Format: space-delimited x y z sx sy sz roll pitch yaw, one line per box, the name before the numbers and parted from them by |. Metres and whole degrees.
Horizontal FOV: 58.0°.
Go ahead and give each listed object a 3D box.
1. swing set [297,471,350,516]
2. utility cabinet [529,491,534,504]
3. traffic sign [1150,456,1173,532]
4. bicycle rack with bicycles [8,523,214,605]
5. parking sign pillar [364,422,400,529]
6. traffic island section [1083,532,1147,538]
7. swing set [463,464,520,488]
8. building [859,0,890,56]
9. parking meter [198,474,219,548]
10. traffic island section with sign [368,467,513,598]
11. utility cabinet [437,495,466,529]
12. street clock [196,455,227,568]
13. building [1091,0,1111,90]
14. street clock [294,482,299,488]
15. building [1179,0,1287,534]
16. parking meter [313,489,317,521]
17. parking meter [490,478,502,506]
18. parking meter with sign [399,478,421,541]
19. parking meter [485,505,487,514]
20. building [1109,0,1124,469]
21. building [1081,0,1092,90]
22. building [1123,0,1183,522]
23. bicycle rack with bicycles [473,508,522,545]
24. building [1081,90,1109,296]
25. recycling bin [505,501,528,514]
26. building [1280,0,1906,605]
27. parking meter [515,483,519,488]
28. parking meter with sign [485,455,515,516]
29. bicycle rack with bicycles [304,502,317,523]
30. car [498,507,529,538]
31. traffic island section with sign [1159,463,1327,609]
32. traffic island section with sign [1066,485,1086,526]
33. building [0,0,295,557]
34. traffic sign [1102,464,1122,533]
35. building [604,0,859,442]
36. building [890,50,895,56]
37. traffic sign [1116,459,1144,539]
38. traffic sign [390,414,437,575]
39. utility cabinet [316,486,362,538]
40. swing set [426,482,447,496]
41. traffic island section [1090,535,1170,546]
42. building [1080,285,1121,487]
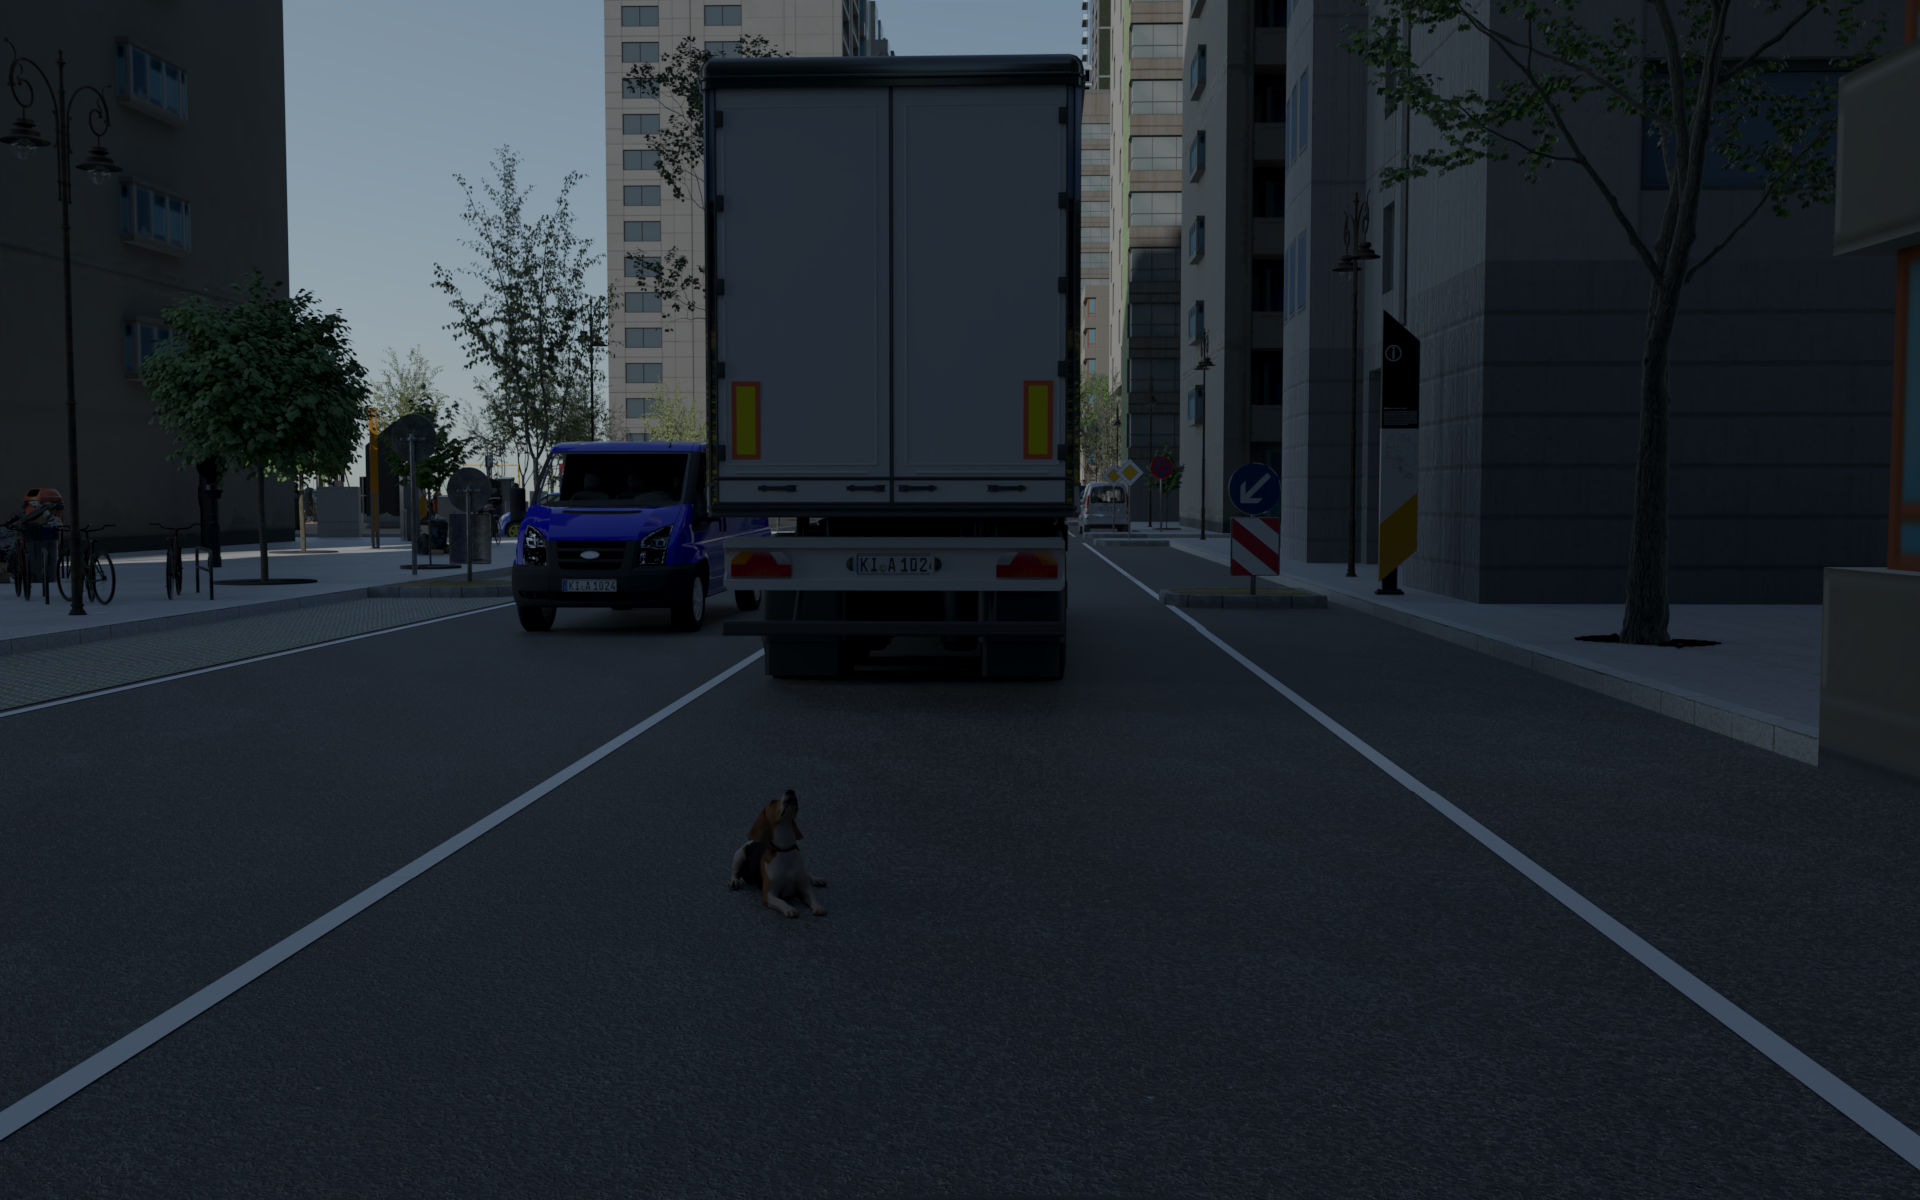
swing set | -24.580 -4.142 65.347 3.119 2.851 2.862 1 4 13
utility cabinet | -28.943 -6.741 118.901 1.173 1.500 0.318 -1 4 -20
traffic sign | 6.826 -3.584 58.710 0.768 2.556 0.104 0 4 8
bicycle rack with bicycles | -10.295 -0.471 21.087 2.852 0.926 2.925 -2 4 -28
parking sign pillar | -21.550 -4.666 64.760 1.447 3.967 1.447 1 4 17
traffic island section | 5.075 -2.122 56.979 2.009 0.180 2.903 0 4 2
swing set | -24.688 -5.755 91.716 3.119 2.851 2.862 -1 4 -9
building | -17.452 -33.560 168.309 23.786 49.044 30.456 0 4 2
parking meter | -17.476 -2.114 40.273 0.399 1.863 0.255 -3 4 -37
traffic island section with sign | -7.119 -0.981 24.674 1.989 1.847 2.006 0 4 2
utility cabinet | -18.763 -3.228 63.944 1.020 1.237 0.306 1 4 14
street clock | -13.033 -1.569 30.230 0.471 2.002 0.358 -1 4 -9
building | 23.167 -46.270 194.764 20.563 71.187 20.611 0 4 2
street clock | -39.299 -5.976 102.279 0.358 2.002 0.471 3 4 38
building | 19.371 -26.996 65.080 21.600 48.544 21.300 0 4 2
parking meter | -30.121 -4.450 81.173 0.372 1.533 0.369 0 3 0
parking meter | -17.059 -3.547 63.709 0.399 1.863 0.255 0 4 7
parking meter with sign | -15.202 -3.148 47.724 0.543 3.016 1.738 -2 4 -27
parking meter | -27.684 -5.701 101.622 0.372 1.533 0.369 0 3 0
building | 24.267 -32.274 116.918 28.713 52.752 27.495 0 4 2
building | 25.379 -57.447 251.933 22.319 86.520 31.000 0 4 2
building | 14.981 -24.575 85.402 14.154 41.232 14.086 0 4 2
bicycle rack with bicycles | -11.319 -1.825 43.220 2.852 0.926 2.925 0 4 5
building | 19.117 -30.268 178.477 14.154 41.232 14.086 0 4 2
recycling bin | -15.806 -3.011 61.779 0.722 1.027 0.722 0 4 -5
building | 16.985 -29.971 32.033 21.231 58.520 28.212 0 4 2
parking meter | -22.681 -5.060 88.447 0.255 1.863 0.399 1 4 8
parking meter with sign | -20.376 -4.982 77.709 1.738 3.016 0.543 1 4 15
bicycle rack with bicycles | -28.939 -3.895 77.063 2.925 0.926 2.852 2 4 34
car | -12.231 -2.646 52.854 3.694 1.707 1.945 0 4 3
traffic island section with sign | 3.639 -0.857 22.643 1.989 1.847 2.006 0 4 2
traffic island section with sign | 5.484 -4.346 79.686 1.989 1.847 2.006 0 4 2
building | -28.888 -25.173 35.276 21.600 48.544 21.300 0 4 2
traffic sign | 5.051 -3.258 56.903 0.795 2.450 0.064 0 4 2
building | -16.632 -43.049 142.108 20.563 71.187 20.611 0 4 2
building | -15.491 -34.896 194.254 21.300 48.544 21.600 0 4 2
traffic sign | 4.793 -2.769 48.922 0.795 2.450 0.064 0 4 2
traffic sign | -8.690 -1.677 27.525 0.768 2.556 0.104 0 4 5
utility cabinet | -17.974 -2.537 50.155 1.173 1.500 0.318 0 4 -4
swing set | -34.394 -7.294 116.881 2.862 2.851 3.119 1 4 16
traffic island section | 4.817 -1.634 48.998 2.009 0.180 2.903 0 4 2
building | 24.605 -19.107 157.439 27.650 21.520 28.899 0 4 2
